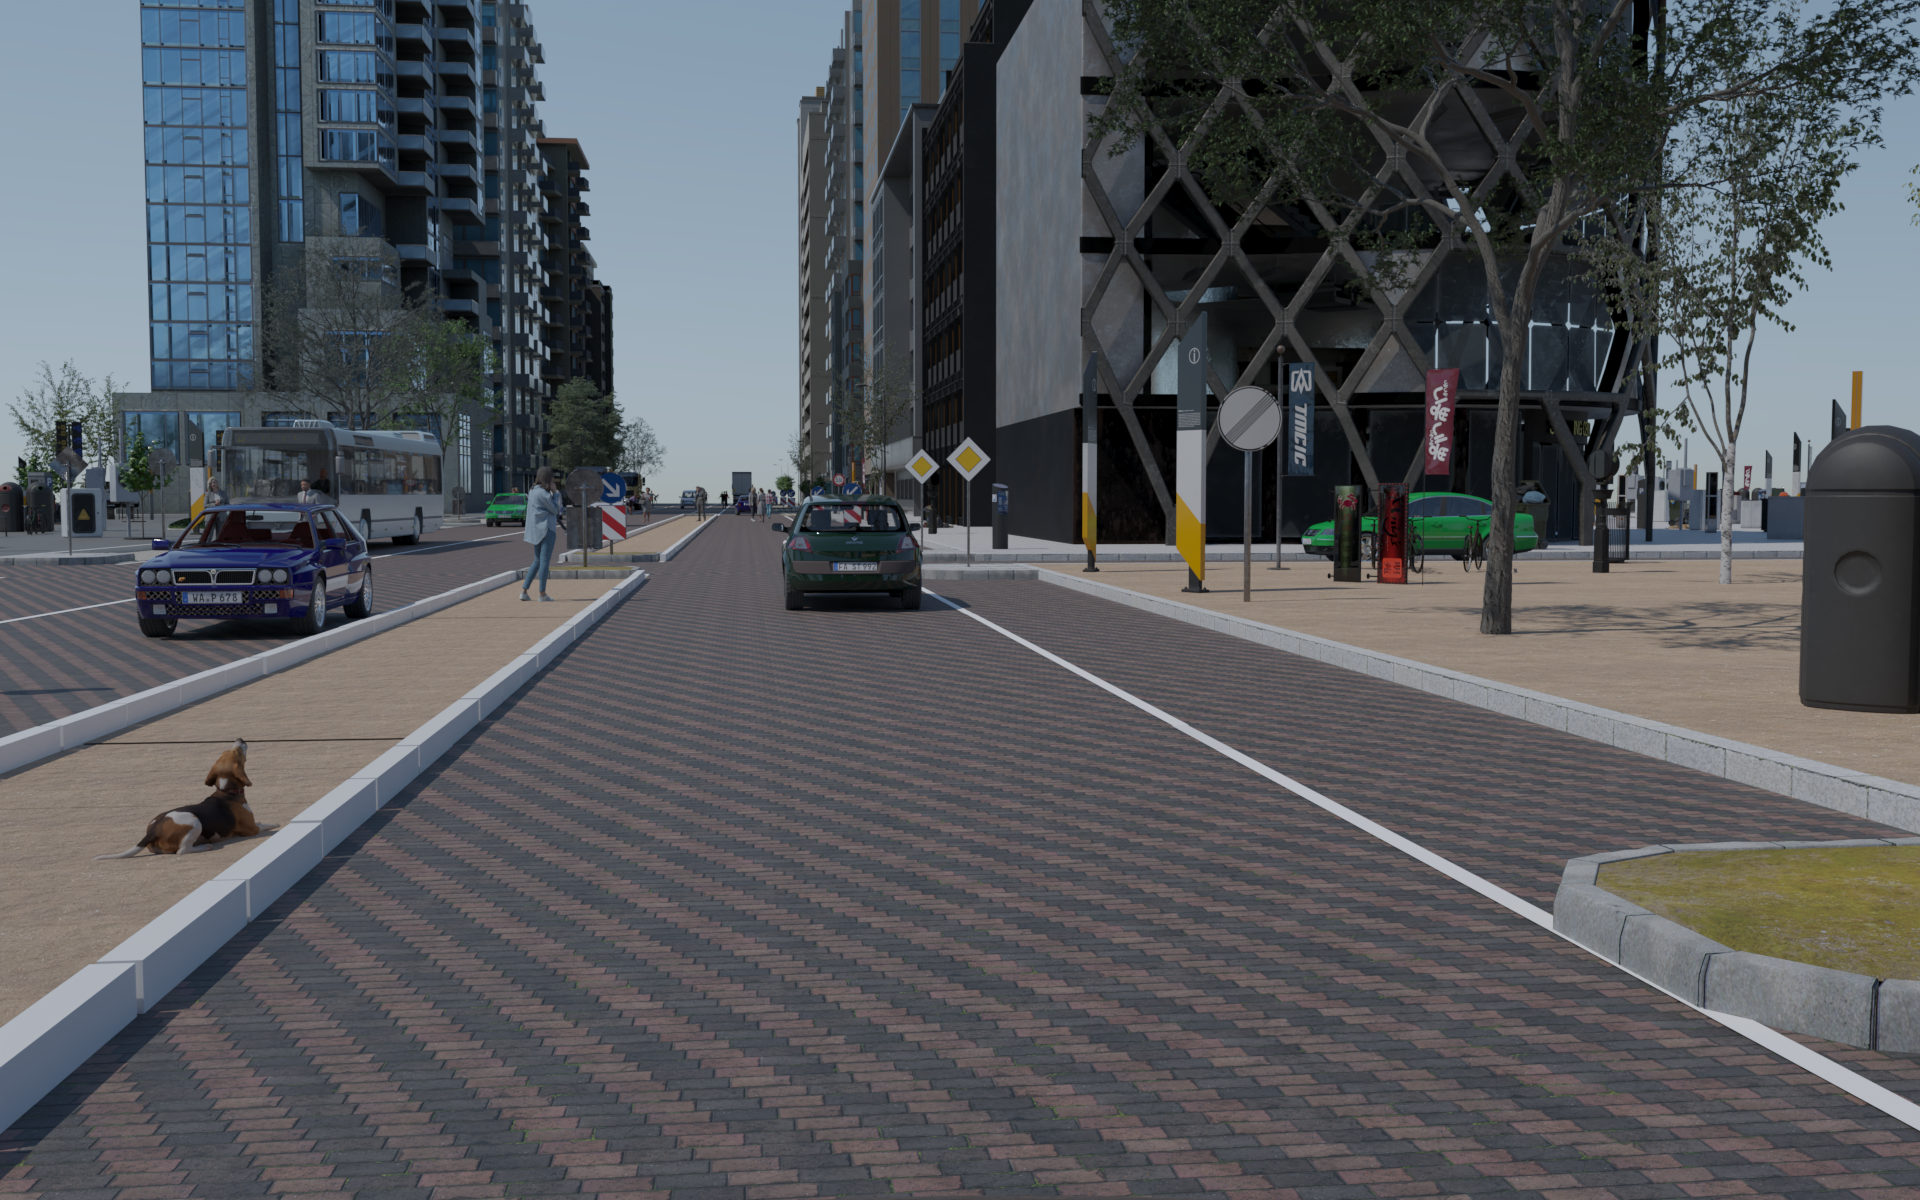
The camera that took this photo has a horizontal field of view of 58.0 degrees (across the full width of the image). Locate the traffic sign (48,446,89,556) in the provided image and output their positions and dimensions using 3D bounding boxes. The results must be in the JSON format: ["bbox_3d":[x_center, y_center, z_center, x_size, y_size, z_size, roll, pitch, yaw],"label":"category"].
[{"bbox_3d":[-18.553,-1.984,36.074,0.795,2.450,0.064,0,4,-7],"label":"traffic sign"}]

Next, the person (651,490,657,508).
[{"bbox_3d":[-32.385,-10.600,181.890,1.350,1.814,0.705,-1,4,-14],"label":"person"}]

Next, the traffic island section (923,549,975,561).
[{"bbox_3d":[-0.820,-0.982,38.337,2.009,0.180,2.903,0,4,-7],"label":"traffic island section"}]

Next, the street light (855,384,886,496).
[{"bbox_3d":[-3.719,-6.157,73.210,1.470,5.913,1.316,0,4,-7],"label":"street light"}]

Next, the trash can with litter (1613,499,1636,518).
[{"bbox_3d":[36.245,-5.086,94.221,1.678,1.210,2.233,-3,4,-36],"label":"trash can with litter"}]

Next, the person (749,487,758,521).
[{"bbox_3d":[-10.746,-5.016,90.690,0.709,1.800,0.728,-2,4,-29],"label":"person"}]

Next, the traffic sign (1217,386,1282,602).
[{"bbox_3d":[3.416,-1.250,20.537,0.768,2.556,0.104,0,4,-3],"label":"traffic sign"}]

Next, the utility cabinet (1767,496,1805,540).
[{"bbox_3d":[23.449,-2.318,49.064,0.306,1.237,1.020,-3,5,-42],"label":"utility cabinet"}]

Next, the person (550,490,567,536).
[{"bbox_3d":[-13.868,-3.129,59.501,0.661,1.843,0.795,3,5,44],"label":"person"}]

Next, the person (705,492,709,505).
[{"bbox_3d":[-34.789,-13.945,237.188,1.217,1.739,0.721,2,4,33],"label":"person"}]

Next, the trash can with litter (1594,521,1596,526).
[{"bbox_3d":[24.905,-3.620,70.237,2.233,1.210,1.678,3,4,37],"label":"trash can with litter"}]

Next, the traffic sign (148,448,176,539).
[{"bbox_3d":[-21.929,-2.907,47.631,0.768,2.556,0.104,0,4,0],"label":"traffic sign"}]

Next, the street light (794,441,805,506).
[{"bbox_3d":[-13.389,-10.879,150.410,1.470,5.913,1.316,0,4,-7],"label":"street light"}]

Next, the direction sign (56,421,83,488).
[{"bbox_3d":[-27.778,-3.798,54.088,0.379,3.537,0.876,2,4,26],"label":"direction sign"}]

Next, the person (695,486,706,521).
[{"bbox_3d":[-13.521,-5.010,90.217,0.655,1.846,0.447,1,4,20],"label":"person"}]

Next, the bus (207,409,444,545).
[{"bbox_3d":[-16.178,-3.087,45.332,2.948,3.499,13.247,0,4,-5],"label":"bus"}]

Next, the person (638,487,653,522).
[{"bbox_3d":[-15.984,-4.842,88.029,0.716,1.782,0.532,0,4,-6],"label":"person"}]

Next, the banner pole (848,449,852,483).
[{"bbox_3d":[-6.185,-6.541,96.959,0.401,3.779,0.863,1,4,11],"label":"banner pole"}]

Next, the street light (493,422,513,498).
[{"bbox_3d":[-29.585,-8.533,112.048,1.470,5.913,1.316,0,4,-7],"label":"street light"}]

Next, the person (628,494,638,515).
[{"bbox_3d":[-22.614,-6.599,119.632,0.697,1.427,0.421,-1,4,-15],"label":"person"}]

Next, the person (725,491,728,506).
[{"bbox_3d":[-28.130,-12.226,208.332,0.705,1.831,1.348,-3,4,-36],"label":"person"}]

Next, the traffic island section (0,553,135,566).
[{"bbox_3d":[-18.575,-0.847,36.133,2.009,0.180,2.903,0,4,-7],"label":"traffic island section"}]

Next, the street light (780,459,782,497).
[{"bbox_3d":[-23.591,-15.885,232.258,1.470,5.913,1.316,0,4,-7],"label":"street light"}]

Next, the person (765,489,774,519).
[{"bbox_3d":[-11.210,-5.641,101.574,0.563,1.720,0.643,2,4,24],"label":"person"}]

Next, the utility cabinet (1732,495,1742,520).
[{"bbox_3d":[36.505,-4.336,82.049,0.306,1.237,1.020,-2,4,-23],"label":"utility cabinet"}]

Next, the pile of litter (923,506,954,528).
[{"bbox_3d":[-0.963,-3.166,65.730,1.176,0.858,1.719,-2,4,-34],"label":"pile of litter"}]

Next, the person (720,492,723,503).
[{"bbox_3d":[-36.882,-15.910,268.656,1.348,1.821,0.705,3,5,41],"label":"person"}]

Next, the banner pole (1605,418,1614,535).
[{"bbox_3d":[20.455,-3.948,54.570,0.401,3.779,0.863,0,4,2],"label":"banner pole"}]

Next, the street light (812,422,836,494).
[{"bbox_3d":[-8.650,-8.558,112.459,1.470,5.913,1.316,0,4,-7],"label":"street light"}]

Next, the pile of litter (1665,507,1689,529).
[{"bbox_3d":[26.949,-3.047,63.783,1.719,0.858,1.176,3,4,38],"label":"pile of litter"}]

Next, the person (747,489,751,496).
[{"bbox_3d":[-16.534,-7.814,136.123,0.709,1.838,0.599,-3,4,-36],"label":"person"}]

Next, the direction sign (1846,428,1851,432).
[{"bbox_3d":[30.684,-4.119,59.348,0.876,3.537,0.379,-1,4,-10],"label":"direction sign"}]

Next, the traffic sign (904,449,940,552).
[{"bbox_3d":[-0.843,-2.117,38.257,0.795,2.450,0.064,0,4,-7],"label":"traffic sign"}]

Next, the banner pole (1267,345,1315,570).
[{"bbox_3d":[5.583,-2.392,29.120,0.863,3.779,0.401,3,4,38],"label":"banner pole"}]

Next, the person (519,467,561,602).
[{"bbox_3d":[-5.579,-0.869,22.969,0.793,1.790,0.793,1,4,20],"label":"person"}]

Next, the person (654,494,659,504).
[{"bbox_3d":[-42.637,-14.174,243.437,0.799,1.438,0.628,-1,4,-9],"label":"person"}]

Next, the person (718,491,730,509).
[{"bbox_3d":[-22.499,-9.528,165.102,1.217,1.723,0.721,1,4,10],"label":"person"}]

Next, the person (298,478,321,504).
[{"bbox_3d":[-14.268,-1.785,37.953,0.678,1.792,0.850,1,4,13],"label":"person"}]

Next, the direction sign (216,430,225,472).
[{"bbox_3d":[-25.866,-4.245,61.395,0.876,3.537,0.379,-1,4,-13],"label":"direction sign"}]

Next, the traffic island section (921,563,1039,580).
[{"bbox_3d":[0.169,-0.497,30.413,2.009,0.180,2.903,0,4,-7],"label":"traffic island section"}]

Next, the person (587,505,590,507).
[{"bbox_3d":[-15.707,-3.926,72.706,0.654,1.822,0.581,0,4,-7],"label":"person"}]

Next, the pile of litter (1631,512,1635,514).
[{"bbox_3d":[44.886,-6.105,113.789,1.719,0.858,1.176,0,4,-7],"label":"pile of litter"}]

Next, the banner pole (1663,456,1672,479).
[{"bbox_3d":[46.486,-7.580,113.956,0.863,3.779,0.401,-1,4,-20],"label":"banner pole"}]

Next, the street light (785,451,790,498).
[{"bbox_3d":[-18.136,-13.228,188.815,1.470,5.913,1.316,0,4,-7],"label":"street light"}]

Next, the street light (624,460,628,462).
[{"bbox_3d":[-44.645,-15.946,233.251,1.470,5.913,1.316,0,4,-7],"label":"street light"}]

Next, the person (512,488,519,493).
[{"bbox_3d":[-26.945,-5.906,105.038,0.573,1.828,0.580,0,4,8],"label":"person"}]

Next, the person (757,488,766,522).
[{"bbox_3d":[-10.095,-4.821,87.889,0.480,1.755,0.524,-2,4,-32],"label":"person"}]

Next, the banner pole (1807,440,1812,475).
[{"bbox_3d":[39.171,-5.497,79.890,0.401,3.779,0.863,3,4,39],"label":"banner pole"}]

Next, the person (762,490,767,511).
[{"bbox_3d":[-16.236,-8.255,143.914,0.683,1.767,0.568,-2,4,-31],"label":"person"}]

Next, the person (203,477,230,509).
[{"bbox_3d":[-15.943,-1.743,37.180,0.537,1.800,0.526,-2,4,-24],"label":"person"}]

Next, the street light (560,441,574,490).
[{"bbox_3d":[-34.241,-10.899,150.742,1.470,5.913,1.316,0,4,-7],"label":"street light"}]

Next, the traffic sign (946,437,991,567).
[{"bbox_3d":[0.147,-1.632,30.333,0.795,2.450,0.064,0,4,-7],"label":"traffic sign"}]
